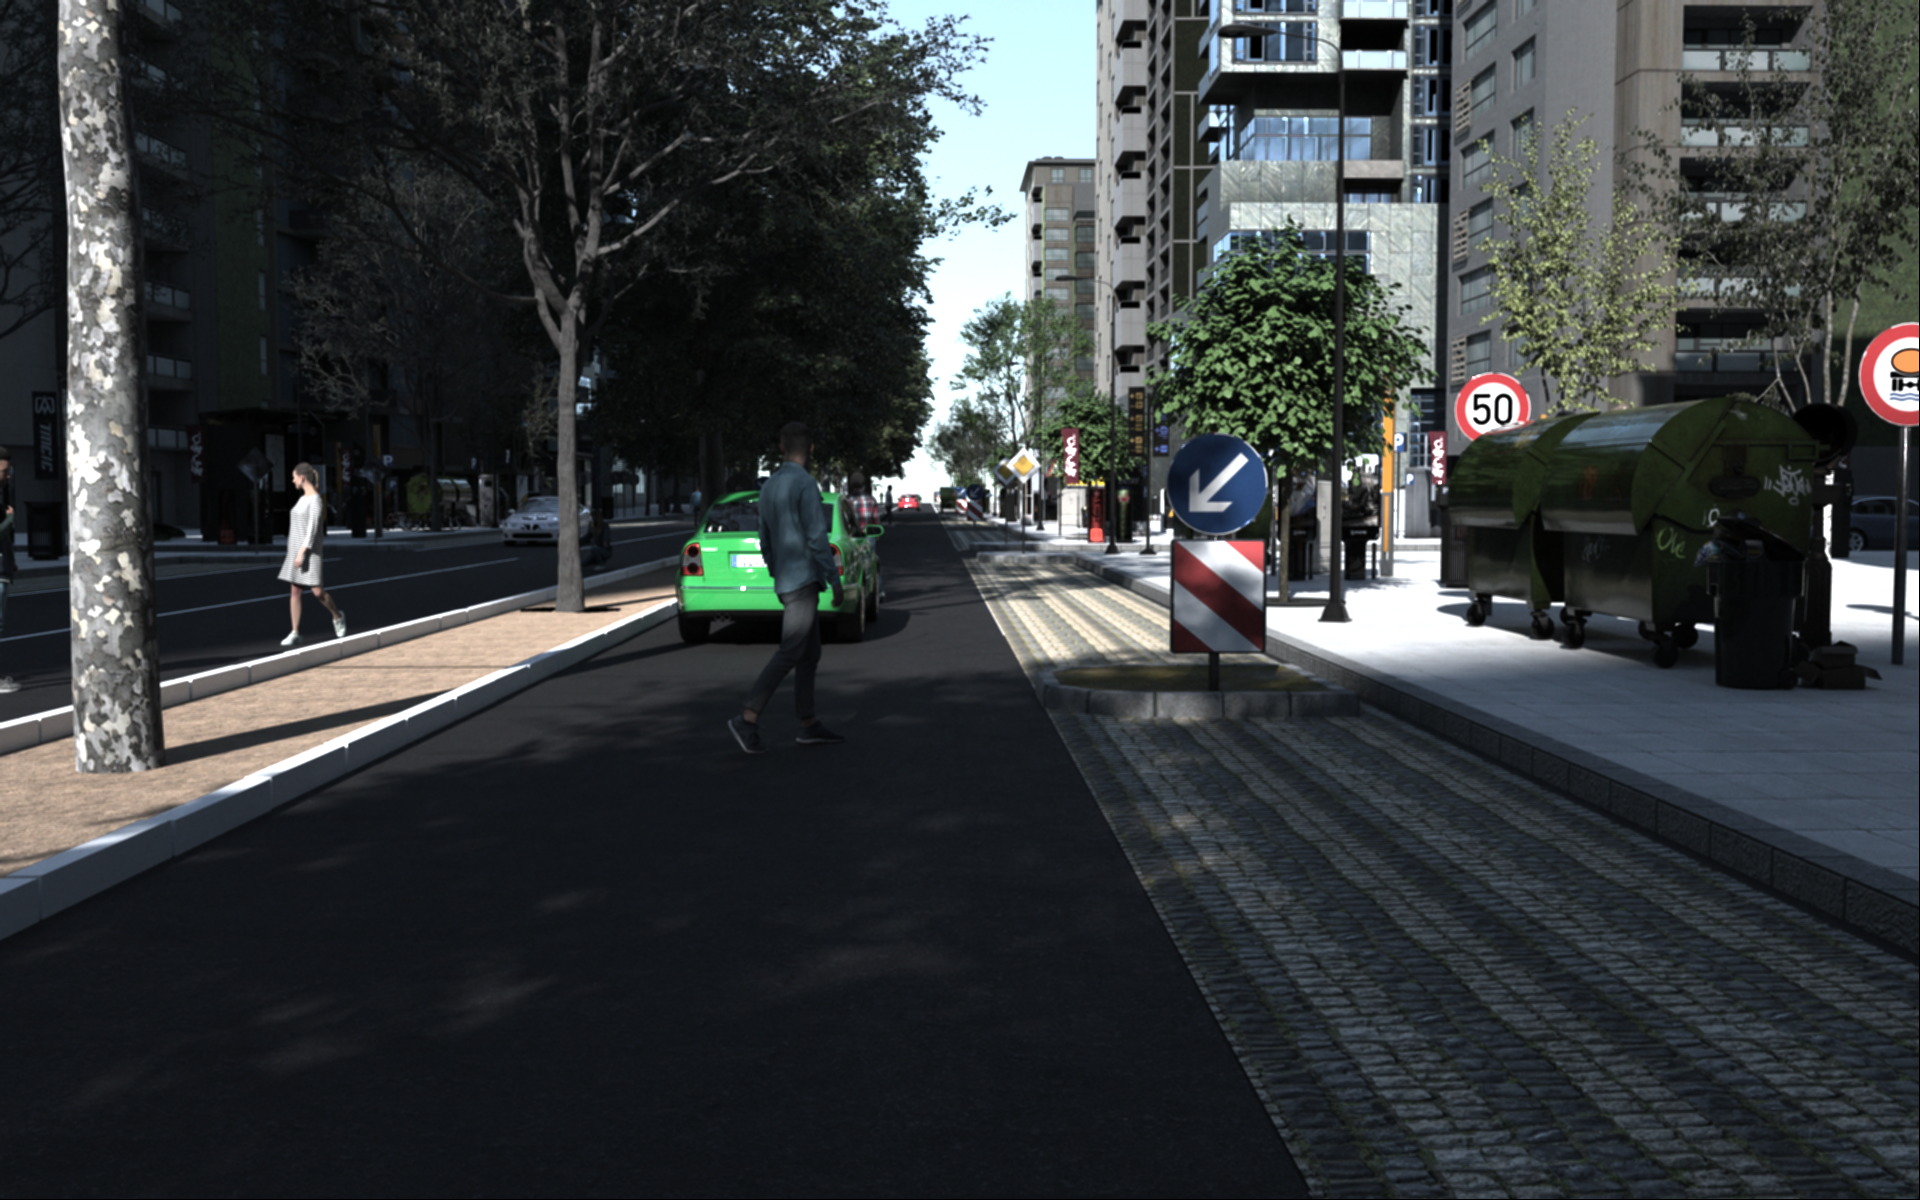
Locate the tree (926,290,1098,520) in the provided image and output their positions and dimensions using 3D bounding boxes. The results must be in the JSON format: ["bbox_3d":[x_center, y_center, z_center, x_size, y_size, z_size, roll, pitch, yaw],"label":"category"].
[{"bbox_3d":[3.138,-9.867,87.076,9.928,11.665,9.643,0,3,0],"label":"tree"}]

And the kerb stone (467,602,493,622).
[{"bbox_3d":[-5.515,0.155,19.654,0.120,0.150,1.000,0,4,-1],"label":"kerb stone"}]

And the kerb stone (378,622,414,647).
[{"bbox_3d":[-5.457,0.344,16.577,0.120,0.150,1.000,0,4,-1],"label":"kerb stone"}]

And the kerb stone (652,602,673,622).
[{"bbox_3d":[-3.424,0.156,19.649,0.120,0.150,1.000,0,4,-1],"label":"kerb stone"}]

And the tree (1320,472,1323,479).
[{"bbox_3d":[14.439,-4.348,65.693,1.663,3.219,1.824,0,3,0],"label":"tree"}]

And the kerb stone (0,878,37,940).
[{"bbox_3d":[-3.136,1.037,5.302,0.120,0.150,1.000,0,4,-1],"label":"kerb stone"}]

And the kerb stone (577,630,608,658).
[{"bbox_3d":[-3.341,0.406,15.552,0.120,0.150,1.000,0,4,-1],"label":"kerb stone"}]

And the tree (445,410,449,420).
[{"bbox_3d":[-27.669,-9.166,100.224,4.360,8.622,3.978,0,3,0],"label":"tree"}]

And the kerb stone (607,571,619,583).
[{"bbox_3d":[-5.678,-0.344,27.851,0.120,0.150,1.000,0,4,-1],"label":"kerb stone"}]

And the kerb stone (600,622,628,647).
[{"bbox_3d":[-3.351,0.344,16.574,0.120,0.150,1.000,0,4,-1],"label":"kerb stone"}]

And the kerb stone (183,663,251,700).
[{"bbox_3d":[-5.381,0.594,12.479,0.120,0.150,1.000,0,4,-1],"label":"kerb stone"}]

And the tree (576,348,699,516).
[{"bbox_3d":[-18.218,-10.155,100.438,8.767,10.594,7.601,-1,4,-9],"label":"tree"}]

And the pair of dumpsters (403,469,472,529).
[{"bbox_3d":[-20.000,-3.906,66.364,1.574,2.255,4.437,0,4,-1],"label":"pair of dumpsters"}]

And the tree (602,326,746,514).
[{"bbox_3d":[-18.643,-11.995,113.120,9.611,12.733,9.660,0,3,0],"label":"tree"}]

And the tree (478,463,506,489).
[{"bbox_3d":[-28.454,-6.779,105.435,1.663,3.219,1.824,0,3,0],"label":"tree"}]

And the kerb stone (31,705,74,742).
[{"bbox_3d":[-5.337,0.722,10.425,0.120,0.150,1.000,0,4,-1],"label":"kerb stone"}]

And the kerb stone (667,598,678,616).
[{"bbox_3d":[-3.438,0.093,20.680,0.120,0.150,1.000,0,4,-1],"label":"kerb stone"}]

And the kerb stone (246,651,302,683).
[{"bbox_3d":[-5.396,0.535,13.503,0.120,0.150,1.000,0,4,-1],"label":"kerb stone"}]

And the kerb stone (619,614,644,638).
[{"bbox_3d":[-3.377,0.281,17.602,0.120,0.150,1.000,0,4,-1],"label":"kerb stone"}]

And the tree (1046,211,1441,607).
[{"bbox_3d":[3.842,-2.229,20.153,4.285,4.588,4.351,0,3,0],"label":"tree"}]

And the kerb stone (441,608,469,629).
[{"bbox_3d":[-5.500,0.218,18.624,0.120,0.150,1.000,0,4,-1],"label":"kerb stone"}]

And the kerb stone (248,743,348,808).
[{"bbox_3d":[-3.201,0.849,8.379,0.120,0.150,1.000,0,4,-1],"label":"kerb stone"}]

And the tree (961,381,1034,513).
[{"bbox_3d":[2.648,-9.939,112.871,4.360,8.622,3.978,0,3,0],"label":"tree"}]

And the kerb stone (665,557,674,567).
[{"bbox_3d":[-5.807,-0.722,34.000,0.120,0.150,1.000,0,4,-1],"label":"kerb stone"}]

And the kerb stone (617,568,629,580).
[{"bbox_3d":[-5.702,-0.407,28.874,0.120,0.150,1.000,0,4,-1],"label":"kerb stone"}]

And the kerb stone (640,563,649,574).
[{"bbox_3d":[-5.740,-0.534,30.923,0.120,0.150,1.000,0,4,-1],"label":"kerb stone"}]

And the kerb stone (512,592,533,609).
[{"bbox_3d":[-5.558,0.030,21.699,0.120,0.150,1.000,0,4,-1],"label":"kerb stone"}]

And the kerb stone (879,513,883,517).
[{"bbox_3d":[-5.347,-5.897,118.615,0.120,0.150,1.000,0,4,-1],"label":"kerb stone"}]

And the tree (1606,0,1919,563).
[{"bbox_3d":[10.345,-4.312,20.859,4.360,8.622,3.978,0,3,0],"label":"tree"}]

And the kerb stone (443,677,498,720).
[{"bbox_3d":[-3.255,0.657,11.454,0.120,0.150,1.000,0,4,-1],"label":"kerb stone"}]

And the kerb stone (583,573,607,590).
[{"bbox_3d":[-5.661,-0.283,26.828,0.120,0.150,1.000,0,4,-1],"label":"kerb stone"}]

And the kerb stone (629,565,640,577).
[{"bbox_3d":[-5.713,-0.470,29.901,0.120,0.150,1.000,0,4,-1],"label":"kerb stone"}]

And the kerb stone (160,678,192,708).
[{"bbox_3d":[-5.368,0.657,11.450,0.120,0.150,1.000,0,4,-1],"label":"kerb stone"}]

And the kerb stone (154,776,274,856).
[{"bbox_3d":[-3.172,0.915,7.347,0.120,0.150,1.000,0,4,-1],"label":"kerb stone"}]

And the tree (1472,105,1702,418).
[{"bbox_3d":[11.624,-5.063,33.140,4.737,8.622,4.395,0,3,0],"label":"tree"}]

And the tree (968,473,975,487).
[{"bbox_3d":[3.055,-7.304,103.127,4.285,4.588,4.351,0,3,0],"label":"tree"}]

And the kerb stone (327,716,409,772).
[{"bbox_3d":[-3.218,0.782,9.406,0.120,0.150,1.000,0,4,-1],"label":"kerb stone"}]

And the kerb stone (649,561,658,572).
[{"bbox_3d":[-5.759,-0.597,31.950,0.120,0.150,1.000,0,4,-1],"label":"kerb stone"}]

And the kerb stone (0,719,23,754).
[{"bbox_3d":[-5.316,0.784,9.403,0.120,0.150,1.000,0,4,-1],"label":"kerb stone"}]

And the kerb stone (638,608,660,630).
[{"bbox_3d":[-3.395,0.219,18.627,0.120,0.150,1.000,0,4,-1],"label":"kerb stone"}]

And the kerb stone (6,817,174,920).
[{"bbox_3d":[-3.158,0.971,6.325,0.120,0.150,1.000,0,4,-1],"label":"kerb stone"}]

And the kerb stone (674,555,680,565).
[{"bbox_3d":[-5.814,-0.785,35.023,0.120,0.150,1.000,0,4,-1],"label":"kerb stone"}]

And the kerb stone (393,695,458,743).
[{"bbox_3d":[-3.238,0.722,10.430,0.120,0.150,1.000,0,4,-1],"label":"kerb stone"}]

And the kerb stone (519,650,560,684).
[{"bbox_3d":[-3.303,0.532,13.508,0.120,0.150,1.000,0,4,-1],"label":"kerb stone"}]

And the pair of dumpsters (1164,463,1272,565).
[{"bbox_3d":[4.990,-1.885,33.313,1.574,2.255,4.437,0,4,-1],"label":"pair of dumpsters"}]

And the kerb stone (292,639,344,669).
[{"bbox_3d":[-5.421,0.469,14.525,0.120,0.150,1.000,0,4,-1],"label":"kerb stone"}]

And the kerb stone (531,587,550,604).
[{"bbox_3d":[-5.580,-0.032,22.724,0.120,0.150,1.000,0,4,-1],"label":"kerb stone"}]

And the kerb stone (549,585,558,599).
[{"bbox_3d":[-5.597,-0.095,23.746,0.120,0.150,1.000,0,4,-1],"label":"kerb stone"}]

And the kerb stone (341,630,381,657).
[{"bbox_3d":[-5.443,0.407,15.549,0.120,0.150,1.000,0,4,-1],"label":"kerb stone"}]

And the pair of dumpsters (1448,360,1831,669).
[{"bbox_3d":[5.564,-0.746,14.691,1.574,2.255,4.437,0,4,-1],"label":"pair of dumpsters"}]

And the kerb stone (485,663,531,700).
[{"bbox_3d":[-3.284,0.595,12.476,0.120,0.150,1.000,0,4,-1],"label":"kerb stone"}]

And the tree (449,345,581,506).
[{"bbox_3d":[-18.673,-7.564,74.034,4.360,8.622,3.978,0,3,0],"label":"tree"}]

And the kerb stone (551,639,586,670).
[{"bbox_3d":[-3.315,0.469,14.530,0.120,0.150,1.000,0,4,-1],"label":"kerb stone"}]

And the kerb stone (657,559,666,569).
[{"bbox_3d":[-5.775,-0.655,32.972,0.120,0.150,1.000,0,4,-1],"label":"kerb stone"}]

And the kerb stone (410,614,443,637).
[{"bbox_3d":[-5.484,0.282,17.599,0.120,0.150,1.000,0,4,-1],"label":"kerb stone"}]

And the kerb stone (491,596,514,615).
[{"bbox_3d":[-5.538,0.093,20.677,0.120,0.150,1.000,0,4,-1],"label":"kerb stone"}]
